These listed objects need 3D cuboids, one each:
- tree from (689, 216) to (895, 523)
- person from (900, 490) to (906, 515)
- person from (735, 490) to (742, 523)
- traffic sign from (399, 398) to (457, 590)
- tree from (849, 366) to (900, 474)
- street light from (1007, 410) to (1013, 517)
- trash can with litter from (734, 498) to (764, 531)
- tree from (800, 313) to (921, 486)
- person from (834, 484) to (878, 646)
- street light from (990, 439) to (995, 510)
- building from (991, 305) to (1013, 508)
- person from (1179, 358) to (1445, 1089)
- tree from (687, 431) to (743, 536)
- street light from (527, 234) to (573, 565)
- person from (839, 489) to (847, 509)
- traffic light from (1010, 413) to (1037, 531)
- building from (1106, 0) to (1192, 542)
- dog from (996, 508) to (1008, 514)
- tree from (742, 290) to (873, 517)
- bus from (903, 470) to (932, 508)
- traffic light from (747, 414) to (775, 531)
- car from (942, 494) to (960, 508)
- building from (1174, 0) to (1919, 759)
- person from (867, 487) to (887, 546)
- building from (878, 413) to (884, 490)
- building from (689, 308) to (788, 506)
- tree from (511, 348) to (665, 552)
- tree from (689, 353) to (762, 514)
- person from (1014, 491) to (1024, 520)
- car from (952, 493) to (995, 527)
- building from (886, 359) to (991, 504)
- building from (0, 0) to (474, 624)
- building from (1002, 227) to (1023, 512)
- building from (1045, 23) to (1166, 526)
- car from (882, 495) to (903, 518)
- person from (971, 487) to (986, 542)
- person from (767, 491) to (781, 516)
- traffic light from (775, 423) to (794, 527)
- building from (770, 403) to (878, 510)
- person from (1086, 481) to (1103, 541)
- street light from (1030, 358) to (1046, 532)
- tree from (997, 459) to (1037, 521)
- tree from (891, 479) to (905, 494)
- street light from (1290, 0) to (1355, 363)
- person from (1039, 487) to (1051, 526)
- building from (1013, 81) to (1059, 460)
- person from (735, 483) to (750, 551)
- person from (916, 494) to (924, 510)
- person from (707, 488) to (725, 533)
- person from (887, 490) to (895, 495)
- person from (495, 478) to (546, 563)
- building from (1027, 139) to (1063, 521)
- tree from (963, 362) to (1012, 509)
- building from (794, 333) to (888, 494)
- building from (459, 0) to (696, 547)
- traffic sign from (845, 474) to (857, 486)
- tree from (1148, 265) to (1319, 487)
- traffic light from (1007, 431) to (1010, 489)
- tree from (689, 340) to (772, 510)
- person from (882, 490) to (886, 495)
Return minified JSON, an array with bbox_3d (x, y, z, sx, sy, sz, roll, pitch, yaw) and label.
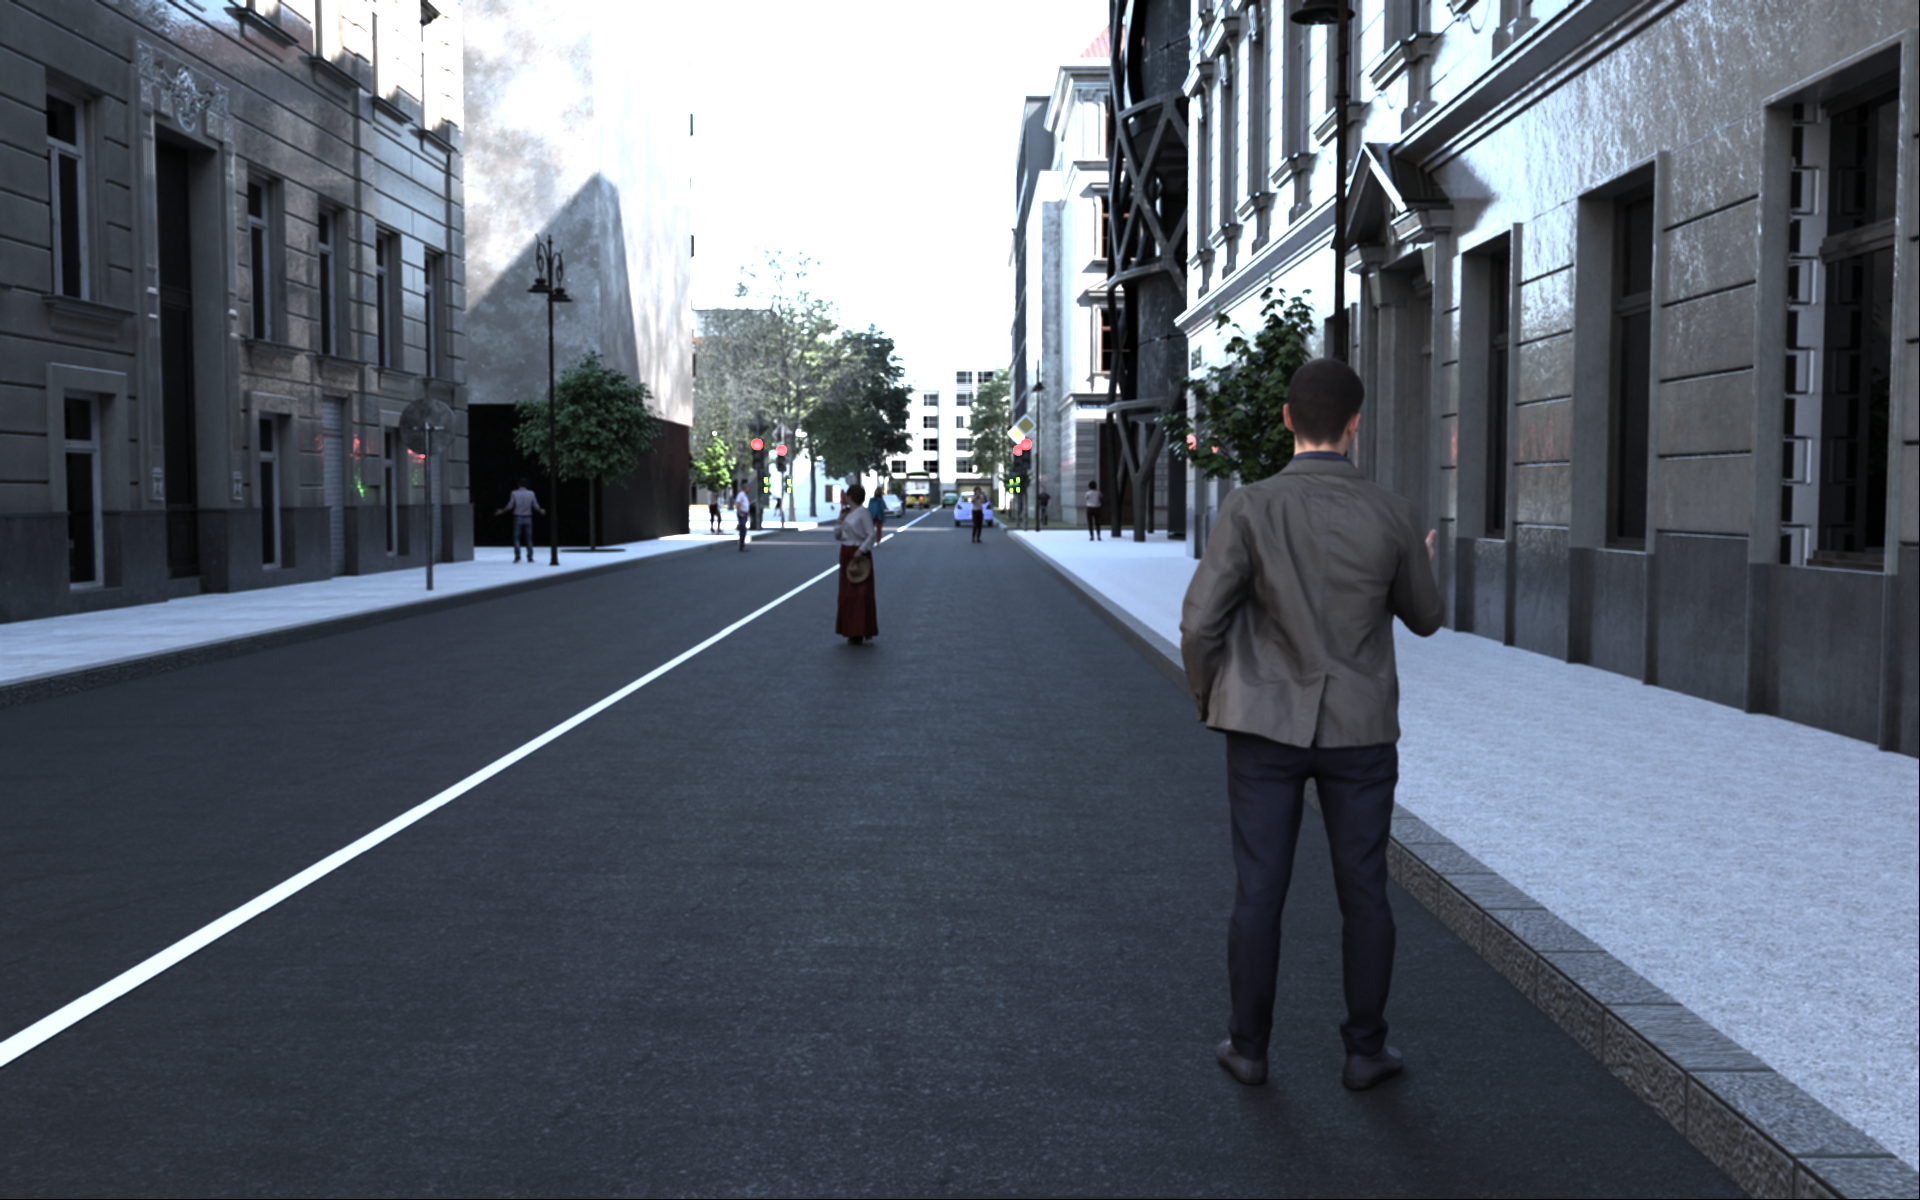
[{"bbox_3d":[-7.646,-10.196,77.078,12.009,13.543,11.850,0,3,0],"label":"tree"},{"bbox_3d":[-3.923,-6.754,119.848,0.541,1.710,0.530,-3,5,-41],"label":"person"},{"bbox_3d":[-8.208,-3.348,65.205,0.435,1.587,0.963,3,4,39],"label":"person"},{"bbox_3d":[-7.082,-1.404,23.055,0.768,2.556,0.104,0,4,1],"label":"traffic sign"},{"bbox_3d":[-8.124,-12.831,135.549,9.928,11.665,9.643,0,3,0],"label":"tree"},{"bbox_3d":[2.760,-7.496,95.353,0.468,5.910,1.993,0,3,0],"label":"street light"},{"bbox_3d":[-7.388,-3.006,60.532,1.055,1.170,0.624,0,4,3],"label":"trash can with litter"},{"bbox_3d":[-7.358,-13.295,124.026,9.857,13.997,8.962,0,3,0],"label":"tree"},{"bbox_3d":[-0.980,-0.340,16.523,0.387,1.526,0.523,-3,4,-37],"label":"person"},{"bbox_3d":[2.685,-10.352,142.045,0.468,5.910,1.993,0,3,0],"label":"street light"},{"bbox_3d":[11.940,-18.576,170.169,16.747,18.905,31.486,0,3,0],"label":"building"},{"bbox_3d":[0.904,0.284,4.387,0.617,1.759,0.750,1,4,15],"label":"person"},{"bbox_3d":[-7.596,-3.586,53.237,1.663,3.219,1.824,0,3,0],"label":"tree"},{"bbox_3d":[-7.308,-3.562,31.019,0.468,5.910,1.993,0,3,0],"label":"street light"},{"bbox_3d":[-7.601,-6.466,113.467,0.444,1.614,0.593,-3,4,-38],"label":"person"},{"bbox_3d":[2.241,-4.305,59.638,0.839,4.213,0.868,0,3,0],"label":"traffic light"},{"bbox_3d":[12.609,-11.165,50.001,16.820,18.784,16.811,0,3,0],"label":"building"},{"bbox_3d":[2.688,-5.789,112.378,0.748,0.427,0.550,1,4,21],"label":"dog"},{"bbox_3d":[-8.624,-10.896,96.283,7.486,12.596,7.792,0,3,0],"label":"tree"},{"bbox_3d":[-4.308,-11.389,177.760,2.896,3.916,12.252,0,4,-1],"label":"bus"},{"bbox_3d":[-6.920,-4.305,59.629,0.839,4.213,0.868,0,3,0],"label":"traffic light"},{"bbox_3d":[-0.933,-10.473,180.030,1.959,1.807,4.718,0,4,0],"label":"car"},{"bbox_3d":[12.529,-14.497,13.438,17.030,29.872,44.131,0,3,0],"label":"building"},{"bbox_3d":[-2.316,-2.273,47.362,0.593,1.614,0.444,2,4,34],"label":"person"},{"bbox_3d":[-12.709,-14.876,185.370,9.099,9.664,28.070,0,3,0],"label":"building"},{"bbox_3d":[-36.935,-22.054,204.550,32.646,21.610,27.936,0,3,0],"label":"building"},{"bbox_3d":[-8.155,-3.365,38.731,4.285,4.588,4.351,0,3,0],"label":"tree"},{"bbox_3d":[-12.056,-8.359,87.027,4.360,8.622,3.978,0,3,0],"label":"tree"},{"bbox_3d":[3.013,-4.838,85.971,0.655,1.722,0.431,-1,4,-21],"label":"person"},{"bbox_3d":[0.618,-4.140,77.286,1.945,1.707,3.694,0,3,0],"label":"car"},{"bbox_3d":[-2.255,-22.562,235.338,31.486,18.905,16.747,0,3,0],"label":"building"},{"bbox_3d":[-15.069,-13.663,20.657,12.463,27.353,25.104,0,3,0],"label":"building"},{"bbox_3d":[8.976,-18.582,132.689,11.050,23.489,19.941,0,3,0],"label":"building"},{"bbox_3d":[14.449,-14.550,74.044,21.152,22.565,11.583,0,3,0],"label":"building"},{"bbox_3d":[-4.548,-5.774,106.771,2.083,1.381,4.827,0,4,-2],"label":"car"},{"bbox_3d":[0.554,-2.529,51.310,0.517,1.644,0.566,1,4,17],"label":"person"},{"bbox_3d":[-10.631,-5.505,99.233,0.799,1.438,0.628,-3,4,-38],"label":"person"},{"bbox_3d":[-6.913,-4.793,67.614,0.839,4.213,0.868,0,3,0],"label":"traffic light"},{"bbox_3d":[-12.921,-13.160,157.319,9.099,9.664,28.070,0,3,0],"label":"building"},{"bbox_3d":[3.679,-2.467,47.837,0.517,1.644,0.566,3,4,38],"label":"person"},{"bbox_3d":[2.654,-5.271,58.974,0.468,5.910,1.993,0,3,0],"label":"street light"},{"bbox_3d":[2.580,-5.322,81.611,1.663,3.219,1.824,0,3,0],"label":"tree"},{"bbox_3d":[-7.220,-12.808,204.009,1.663,3.219,1.824,0,3,0],"label":"tree"},{"bbox_3d":[2.680,-2.412,12.217,0.468,5.910,1.993,0,3,0],"label":"street light"},{"bbox_3d":[3.473,-3.805,70.457,0.569,1.553,0.471,3,4,38],"label":"person"},{"bbox_3d":[10.842,-19.372,110.246,14.314,27.812,24.014,0,3,0],"label":"building"},{"bbox_3d":[-5.429,-2.101,43.782,0.436,1.711,0.756,1,4,20],"label":"person"},{"bbox_3d":[-3.577,-8.865,156.709,0.557,1.426,1.065,3,4,39],"label":"person"},{"bbox_3d":[-8.122,-3.070,57.699,0.566,1.644,0.517,0,4,-3],"label":"person"},{"bbox_3d":[-7.375,-10.944,185.502,0.617,1.759,0.750,2,4,30],"label":"person"},{"bbox_3d":[-8.162,-1.490,32.357,0.963,1.587,0.435,-2,4,-33],"label":"person"},{"bbox_3d":[9.004,-14.393,90.077,10.420,20.320,16.860,0,3,0],"label":"building"},{"bbox_3d":[3.694,-14.088,148.467,7.486,12.596,7.792,0,3,0],"label":"tree"},{"bbox_3d":[-14.577,-21.607,209.690,11.380,20.091,16.016,0,3,0],"label":"building"},{"bbox_3d":[-17.014,-11.150,49.761,16.811,18.784,16.820,0,3,0],"label":"building"},{"bbox_3d":[-7.008,-6.782,110.993,0.768,2.556,0.104,1,4,10],"label":"traffic sign"},{"bbox_3d":[2.698,-1.234,14.781,1.663,3.219,1.824,0,3,0],"label":"tree"},{"bbox_3d":[2.248,-4.794,67.623,0.839,4.213,0.868,0,3,0],"label":"traffic light"},{"bbox_3d":[-18.191,-13.941,135.354,7.806,13.903,7.818,0,3,0],"label":"tree"},{"bbox_3d":[-8.911,-11.880,201.102,0.721,1.723,1.217,-2,4,-29],"label":"person"}]
